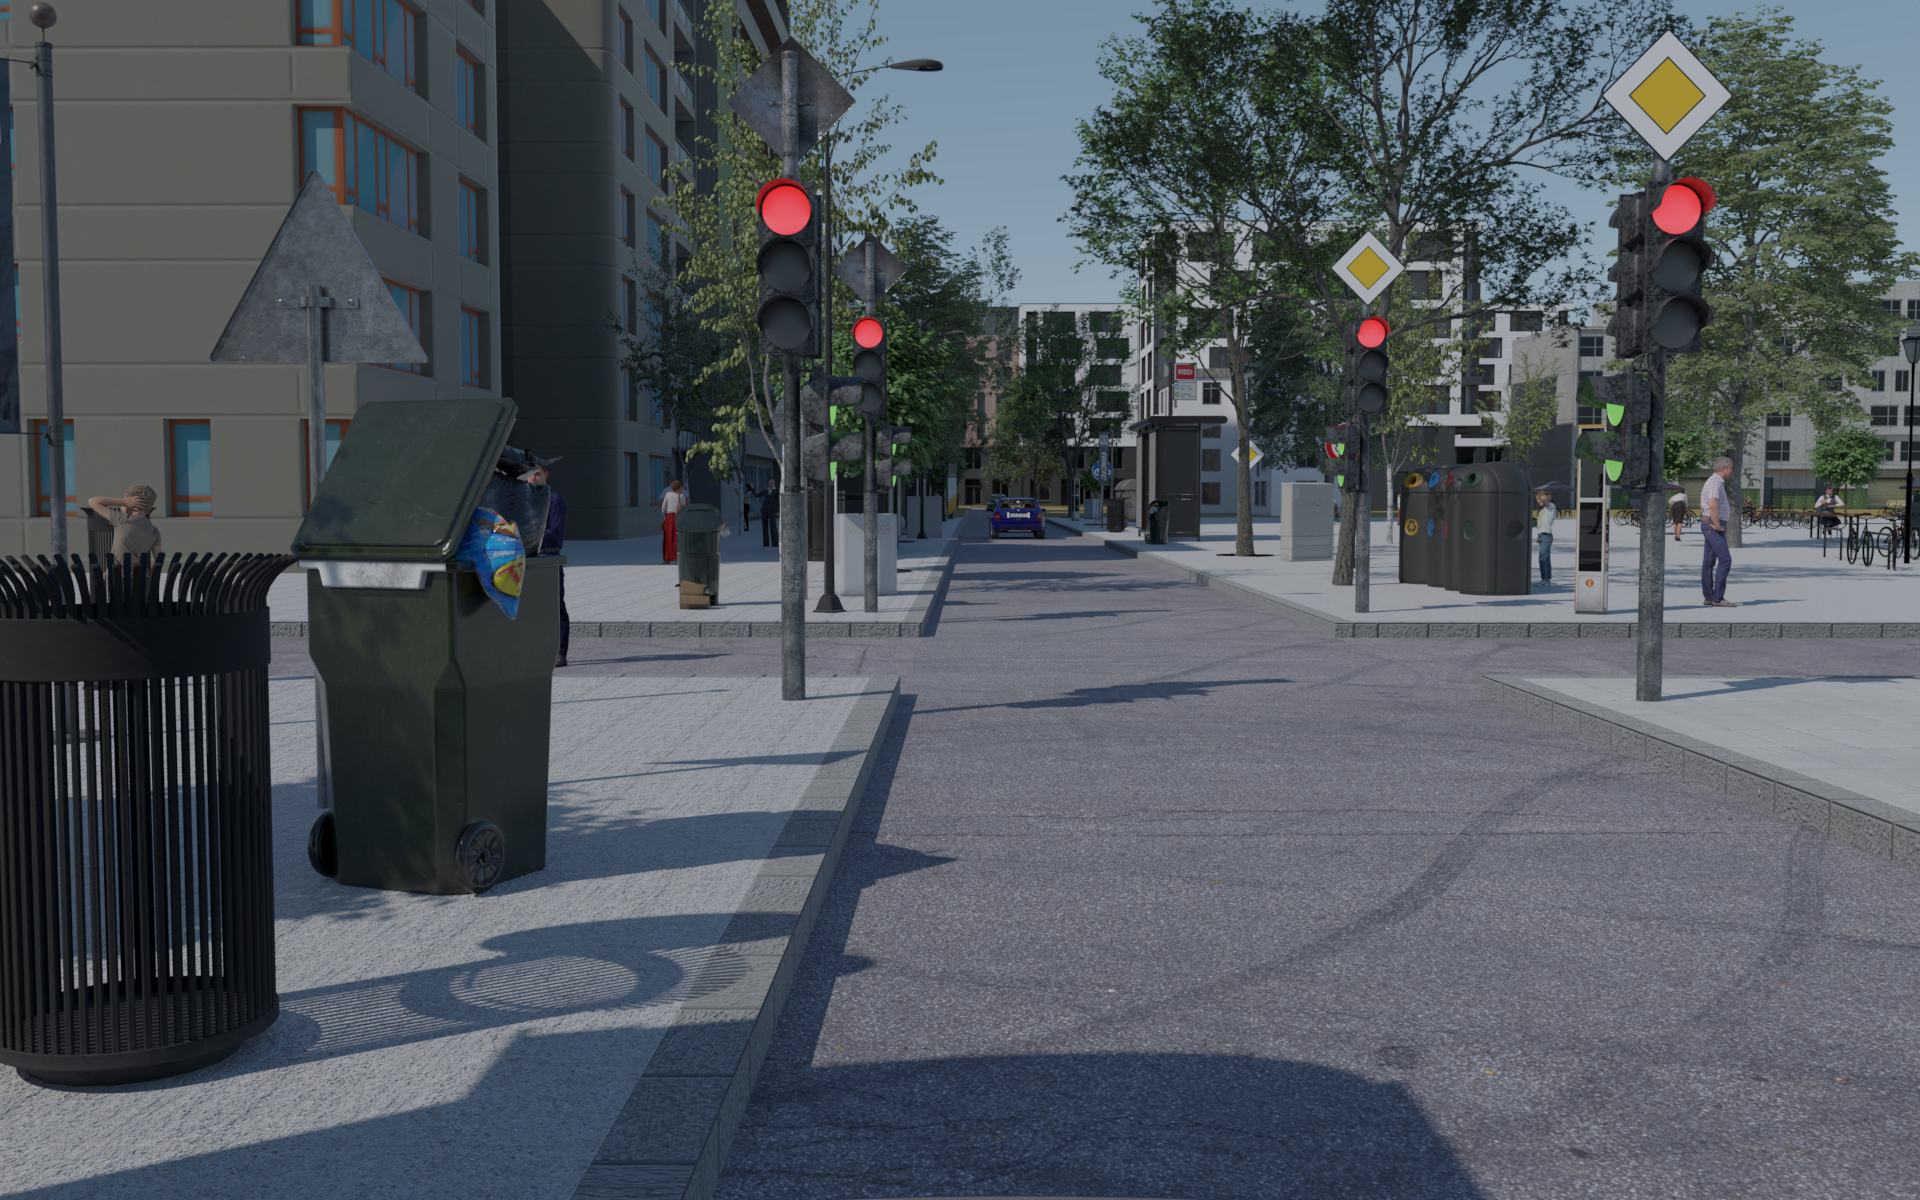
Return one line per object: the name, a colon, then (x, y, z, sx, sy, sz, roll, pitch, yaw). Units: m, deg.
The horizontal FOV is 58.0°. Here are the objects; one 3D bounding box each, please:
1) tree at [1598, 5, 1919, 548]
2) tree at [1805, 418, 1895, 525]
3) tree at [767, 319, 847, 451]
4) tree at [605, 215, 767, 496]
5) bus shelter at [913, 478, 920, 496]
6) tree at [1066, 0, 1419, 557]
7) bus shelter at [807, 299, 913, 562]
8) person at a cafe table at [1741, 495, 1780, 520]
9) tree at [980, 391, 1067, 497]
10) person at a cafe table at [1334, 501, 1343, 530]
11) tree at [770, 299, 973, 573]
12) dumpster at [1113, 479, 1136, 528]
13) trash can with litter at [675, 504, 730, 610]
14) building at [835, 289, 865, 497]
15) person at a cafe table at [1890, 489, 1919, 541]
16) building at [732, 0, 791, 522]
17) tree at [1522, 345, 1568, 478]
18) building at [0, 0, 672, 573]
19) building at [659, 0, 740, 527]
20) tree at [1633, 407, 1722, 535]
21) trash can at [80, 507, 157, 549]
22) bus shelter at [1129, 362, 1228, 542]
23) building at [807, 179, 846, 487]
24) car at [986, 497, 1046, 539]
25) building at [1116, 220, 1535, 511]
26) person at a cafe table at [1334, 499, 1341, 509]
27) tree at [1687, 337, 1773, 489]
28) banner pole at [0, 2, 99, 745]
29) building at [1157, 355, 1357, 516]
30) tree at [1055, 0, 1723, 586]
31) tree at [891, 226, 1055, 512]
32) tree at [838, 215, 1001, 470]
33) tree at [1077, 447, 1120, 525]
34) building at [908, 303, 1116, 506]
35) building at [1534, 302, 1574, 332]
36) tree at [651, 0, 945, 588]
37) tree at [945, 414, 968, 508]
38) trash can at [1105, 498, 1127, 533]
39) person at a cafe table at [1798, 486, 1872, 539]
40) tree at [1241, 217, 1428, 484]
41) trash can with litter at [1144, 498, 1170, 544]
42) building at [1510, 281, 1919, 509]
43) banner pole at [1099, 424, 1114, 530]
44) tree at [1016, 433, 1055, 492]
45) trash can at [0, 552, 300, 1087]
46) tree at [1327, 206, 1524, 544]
tree: (18.815, -7.507, 40.863, 7.486, 12.596, 7.792, 0, 3, 0)
tree: (37.725, -5.491, 73.489, 4.285, 4.588, 4.351, 0, 3, 0)
tree: (-5.831, -6.844, 62.256, 4.360, 8.622, 3.978, 0, 3, 0)
tree: (-7.242, -5.828, 45.648, 4.360, 8.622, 3.978, 0, 3, 0)
bus shelter: (-2.316, -5.017, 59.655, 2.179, 5.291, 8.768, 0, 4, 0)
tree: (5.730, -6.708, 35.433, 9.928, 11.665, 9.643, 0, 3, 0)
bus shelter: (-2.324, -3.634, 37.046, 2.179, 5.291, 8.768, 0, 4, 1)
person at a cafe table: (39.902, -4.661, 87.070, 1.698, 1.238, 1.726, 0, 4, -7)
tree: (6.298, -15.547, 171.204, 9.611, 12.733, 9.660, 0, 3, 0)
person at a cafe table: (11.110, -2.651, 54.203, 1.726, 1.238, 1.698, 1, 4, 12)
tree: (-1.442, -2.740, 28.515, 4.285, 4.588, 4.351, 0, 3, 0)
dumpster: (6.735, -3.836, 68.481, 1.264, 1.857, 1.865, 0, 4, 0)
trash can with litter: (-2.921, -0.505, 19.636, 0.624, 1.170, 1.055, 0, 4, -7)
building: (-15.684, -17.612, 144.370, 16.016, 20.091, 11.380, 0, 4, 1)
person at a cafe table: (25.559, -2.279, 45.774, 1.622, 1.524, 1.698, -3, 5, -43)
building: (-19.623, -27.949, 80.667, 21.300, 48.544, 21.600, 0, 4, 1)
tree: (28.014, -8.292, 85.936, 4.737, 8.622, 4.395, 0, 3, 0)
building: (-23.405, -12.044, 41.959, 27.650, 21.520, 28.899, 0, 4, 1)
building: (-16.083, -23.190, 62.744, 14.154, 41.232, 14.086, 0, 4, 1)
tree: (22.258, -4.368, 55.128, 4.285, 4.588, 4.351, 0, 3, 0)
trash can: (-9.023, -0.425, 18.605, 0.748, 1.137, 0.748, 0, 3, 0)
bus shelter: (6.137, -4.455, 50.473, 2.179, 5.291, 8.768, 0, 4, 0)
building: (-22.379, -16.300, 110.485, 27.936, 21.610, 32.646, 0, 4, 1)
car: (1.828, -2.659, 56.056, 1.945, 1.354, 3.894, 0, 3, 0)
building: (28.665, -18.449, 145.609, 27.936, 21.610, 32.646, 0, 4, 1)
person at a cafe table: (15.527, -3.902, 72.313, 1.698, 1.524, 1.622, 3, 4, 36)
tree: (35.935, -7.965, 80.597, 4.360, 8.622, 3.978, 0, 3, 0)
banner pole: (-4.858, -1.149, 8.796, 0.863, 3.779, 0.401, -3, 4, -37)
building: (19.152, -10.618, 115.759, 9.099, 9.664, 28.070, 0, 4, 1)
tree: (5.450, -5.459, 23.660, 8.767, 10.594, 7.601, -1, 4, -17)
tree: (0.511, -16.292, 122.270, 12.611, 20.169, 13.585, 0, 3, 0)
tree: (-1.978, -9.332, 70.707, 7.486, 12.596, 7.792, 0, 3, 0)
tree: (5.564, -4.713, 71.663, 1.663, 3.219, 1.824, 0, 3, 0)
building: (4.357, -21.737, 199.366, 32.646, 21.610, 27.936, 0, 4, 1)
building: (48.981, -21.692, 198.635, 32.646, 21.610, 27.936, 0, 4, 1)
tree: (-2.336, -4.479, 23.600, 4.737, 8.622, 4.395, 0, 3, 0)
tree: (-1.107, -13.573, 156.333, 8.767, 10.594, 7.601, 0, 4, 7)
trash can: (5.189, -2.817, 57.719, 0.748, 1.137, 0.748, 0, 3, 0)
person at a cafe table: (25.010, -2.519, 49.696, 1.698, 1.524, 1.622, 1, 4, 12)
tree: (17.322, -10.642, 80.648, 9.857, 13.997, 8.962, 0, 3, 0)
trash can with litter: (4.952, -2.010, 44.243, 0.624, 1.170, 1.055, -1, 4, -13)
building: (66.877, -17.494, 152.491, 31.486, 18.905, 16.747, 0, 4, 1)
banner pole: (5.222, -4.371, 61.477, 0.863, 3.779, 0.401, -3, 4, -36)
tree: (7.060, -12.837, 160.248, 4.360, 8.622, 3.978, 0, 3, 0)
trash can: (-1.888, 0.472, 3.938, 0.748, 1.137, 0.748, 0, 3, 0)
tree: (11.157, -5.740, 44.209, 4.737, 8.622, 4.395, 0, 3, 0)
